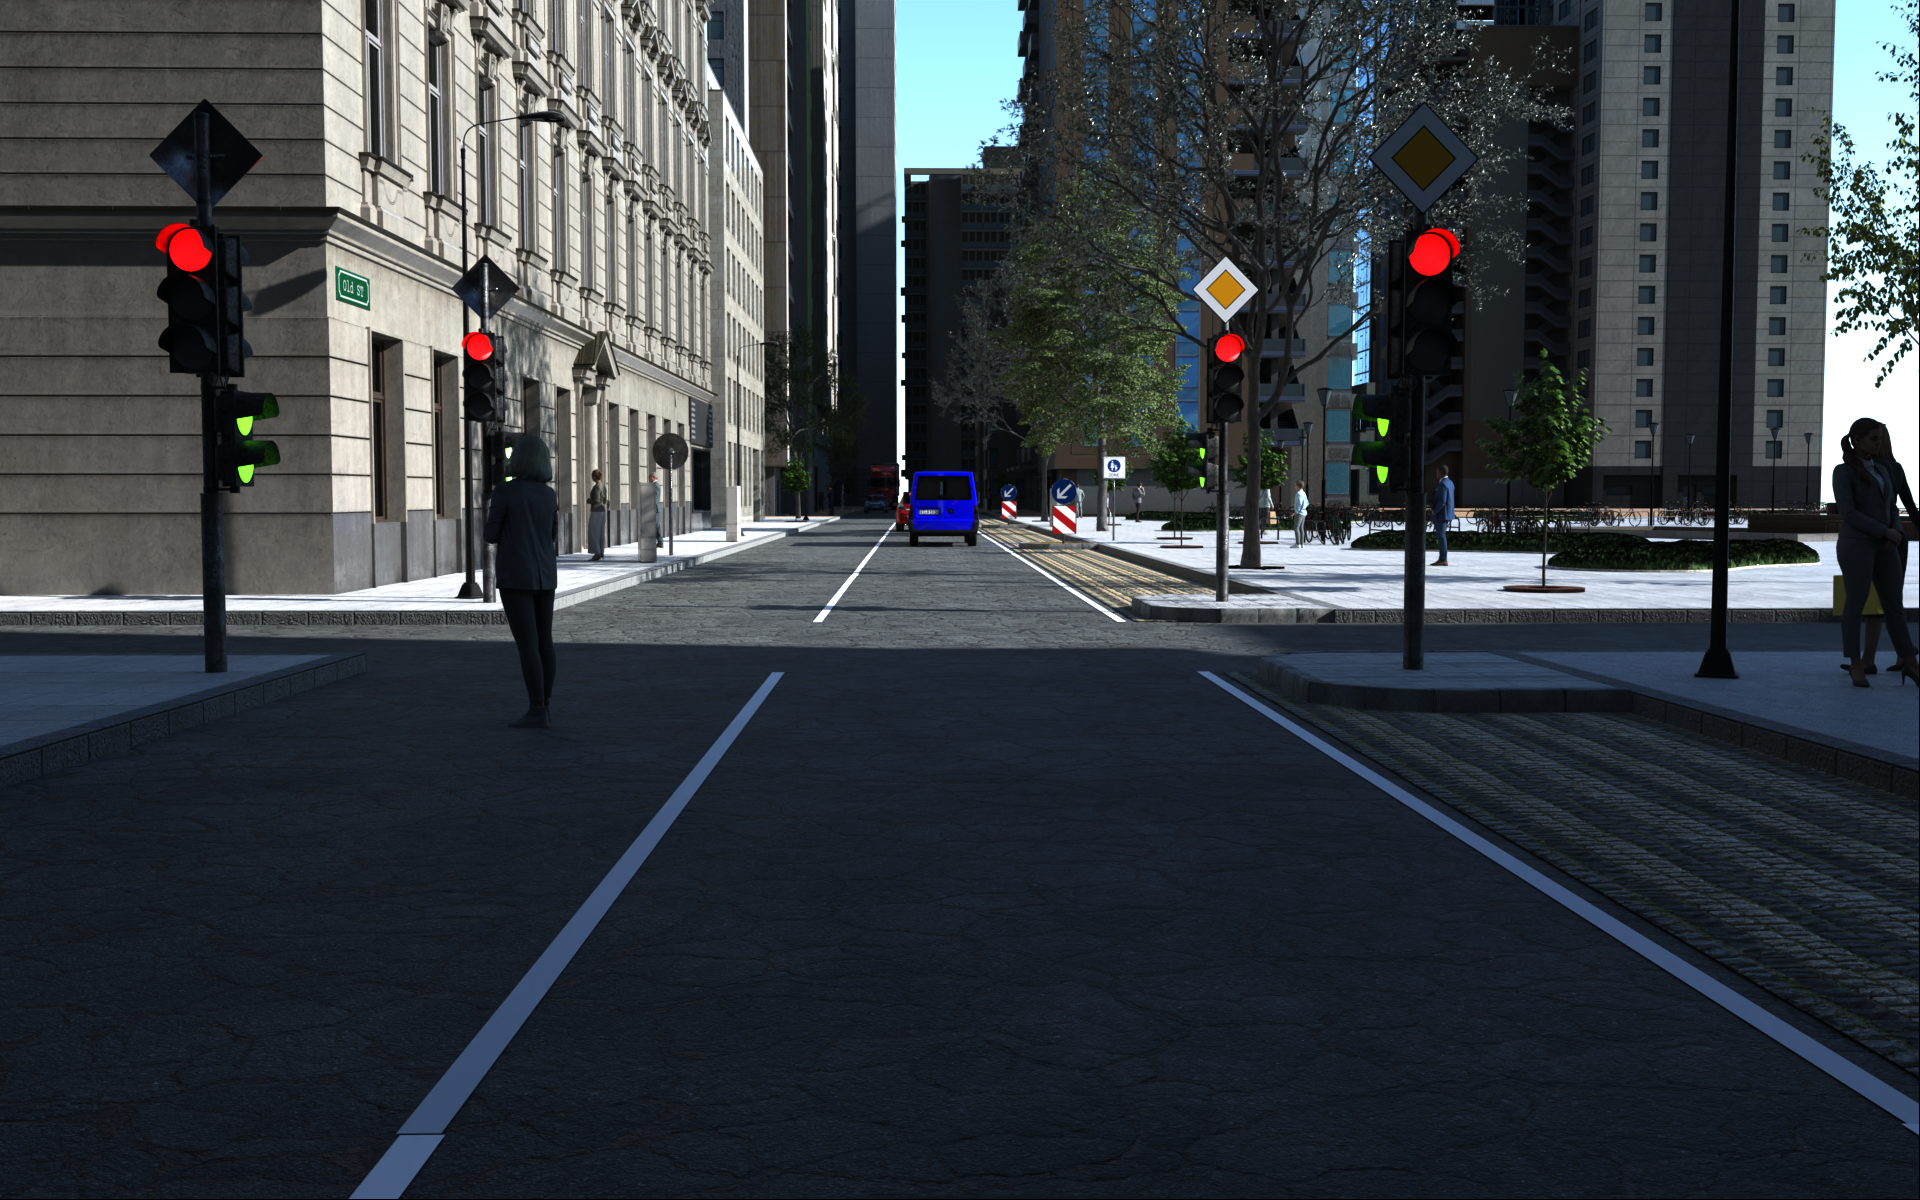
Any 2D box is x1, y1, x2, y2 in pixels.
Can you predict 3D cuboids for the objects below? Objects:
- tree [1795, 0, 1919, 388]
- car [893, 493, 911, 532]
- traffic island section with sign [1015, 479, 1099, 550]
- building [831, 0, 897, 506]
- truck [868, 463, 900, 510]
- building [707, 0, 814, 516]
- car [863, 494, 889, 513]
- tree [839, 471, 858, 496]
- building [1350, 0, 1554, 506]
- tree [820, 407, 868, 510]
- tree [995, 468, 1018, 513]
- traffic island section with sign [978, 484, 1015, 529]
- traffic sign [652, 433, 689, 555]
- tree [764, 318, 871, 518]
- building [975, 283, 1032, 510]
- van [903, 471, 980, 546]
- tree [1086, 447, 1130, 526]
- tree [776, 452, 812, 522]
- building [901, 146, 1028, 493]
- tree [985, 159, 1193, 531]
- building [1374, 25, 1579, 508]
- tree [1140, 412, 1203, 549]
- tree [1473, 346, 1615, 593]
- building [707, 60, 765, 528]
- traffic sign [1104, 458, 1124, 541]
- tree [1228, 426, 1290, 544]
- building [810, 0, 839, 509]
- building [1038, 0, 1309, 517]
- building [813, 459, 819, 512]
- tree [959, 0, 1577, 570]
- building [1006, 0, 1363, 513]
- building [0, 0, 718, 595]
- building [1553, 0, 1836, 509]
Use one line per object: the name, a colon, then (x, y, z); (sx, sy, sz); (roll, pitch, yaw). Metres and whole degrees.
tree: (14.227, -4.537, 24.544); (4.737, 8.622, 4.395); (0, 3, 0)
car: (-1.556, -3.567, 67.367); (2.155, 1.783, 4.494); (0, 3, 0)
traffic island section with sign: (2.553, -2.244, 45.322); (1.989, 1.847, 2.006); (0, 4, -1)
building: (-20.984, -39.580, 189.128); (28.212, 58.520, 21.231); (0, 4, -1)
truck: (-6.812, -10.296, 157.257); (2.839, 4.237, 11.283); (0, 4, -1)
building: (-16.145, -25.583, 101.881); (14.154, 41.232, 14.086); (0, 4, -1)
car: (-6.416, -7.404, 133.061); (2.014, 1.417, 4.499); (0, 4, -1)
tree: (-9.436, -9.304, 146.719); (1.663, 3.219, 1.824); (0, 3, 0)
building: (56.959, -53.661, 190.032); (31.000, 86.520, 22.319); (0, 4, -1)
tree: (-9.505, -11.603, 140.075); (4.737, 8.622, 4.395); (0, 3, 0)
tree: (2.800, -7.391, 115.443); (1.663, 3.219, 1.824); (0, 3, 0)
traffic island section with sign: (1.891, -3.892, 72.269); (1.989, 1.847, 2.006); (0, 4, -1)
traffic sign: (-6.039, -2.203, 36.125); (0.768, 2.556, 0.104); (0, 4, 5)
tree: (-8.355, -9.585, 91.131); (8.767, 10.594, 7.601); (1, 4, 21)
building: (15.684, -19.079, 156.985); (27.650, 21.520, 28.899); (0, 4, -1)
van: (-0.505, -2.741, 49.195); (2.240, 2.365, 5.245); (0, 4, -1)
tree: (6.218, -4.663, 70.840); (1.663, 3.219, 1.824); (0, 3, 0)
tree: (-7.606, -5.159, 78.944); (1.663, 3.219, 1.824); (0, 3, 0)
building: (5.338, -30.843, 196.163); (23.993, 40.220, 32.217); (0, 4, -1)
tree: (4.553, -8.646, 59.487); (7.486, 12.596, 7.792); (0, 3, 0)
building: (48.339, -31.427, 163.944); (14.200, 45.320, 14.600); (0, 4, -1)
tree: (5.152, -2.848, 41.169); (1.663, 3.219, 1.824); (0, 3, 0)
tree: (7.600, -1.729, 22.872); (1.663, 3.219, 1.824); (0, 3, 0)
building: (-14.293, -13.391, 73.686); (10.420, 20.320, 16.860); (0, 4, -1)
traffic sign: (4.233, -2.787, 47.700); (0.606, 2.300, 0.079); (0, 4, -1)
tree: (7.574, -3.062, 44.670); (1.663, 3.219, 1.824); (0, 3, 0)
building: (-24.455, -34.629, 155.423); (27.495, 52.752, 28.713); (0, 4, -1)
building: (12.063, -27.693, 102.894); (14.600, 45.320, 14.200); (0, 4, -1)
building: (-20.351, -41.622, 118.776); (20.563, 71.187, 20.611); (0, 4, -1)
tree: (5.132, -7.281, 29.414); (12.009, 13.543, 11.850); (0, 3, 0)
building: (15.725, -30.989, 126.272); (23.786, 49.044, 30.456); (0, 4, -1)
building: (-16.377, -16.266, 42.364); (17.030, 29.872, 44.131); (0, 4, -1)
building: (65.798, -44.216, 161.175); (20.611, 71.187, 20.563); (0, 4, -1)
